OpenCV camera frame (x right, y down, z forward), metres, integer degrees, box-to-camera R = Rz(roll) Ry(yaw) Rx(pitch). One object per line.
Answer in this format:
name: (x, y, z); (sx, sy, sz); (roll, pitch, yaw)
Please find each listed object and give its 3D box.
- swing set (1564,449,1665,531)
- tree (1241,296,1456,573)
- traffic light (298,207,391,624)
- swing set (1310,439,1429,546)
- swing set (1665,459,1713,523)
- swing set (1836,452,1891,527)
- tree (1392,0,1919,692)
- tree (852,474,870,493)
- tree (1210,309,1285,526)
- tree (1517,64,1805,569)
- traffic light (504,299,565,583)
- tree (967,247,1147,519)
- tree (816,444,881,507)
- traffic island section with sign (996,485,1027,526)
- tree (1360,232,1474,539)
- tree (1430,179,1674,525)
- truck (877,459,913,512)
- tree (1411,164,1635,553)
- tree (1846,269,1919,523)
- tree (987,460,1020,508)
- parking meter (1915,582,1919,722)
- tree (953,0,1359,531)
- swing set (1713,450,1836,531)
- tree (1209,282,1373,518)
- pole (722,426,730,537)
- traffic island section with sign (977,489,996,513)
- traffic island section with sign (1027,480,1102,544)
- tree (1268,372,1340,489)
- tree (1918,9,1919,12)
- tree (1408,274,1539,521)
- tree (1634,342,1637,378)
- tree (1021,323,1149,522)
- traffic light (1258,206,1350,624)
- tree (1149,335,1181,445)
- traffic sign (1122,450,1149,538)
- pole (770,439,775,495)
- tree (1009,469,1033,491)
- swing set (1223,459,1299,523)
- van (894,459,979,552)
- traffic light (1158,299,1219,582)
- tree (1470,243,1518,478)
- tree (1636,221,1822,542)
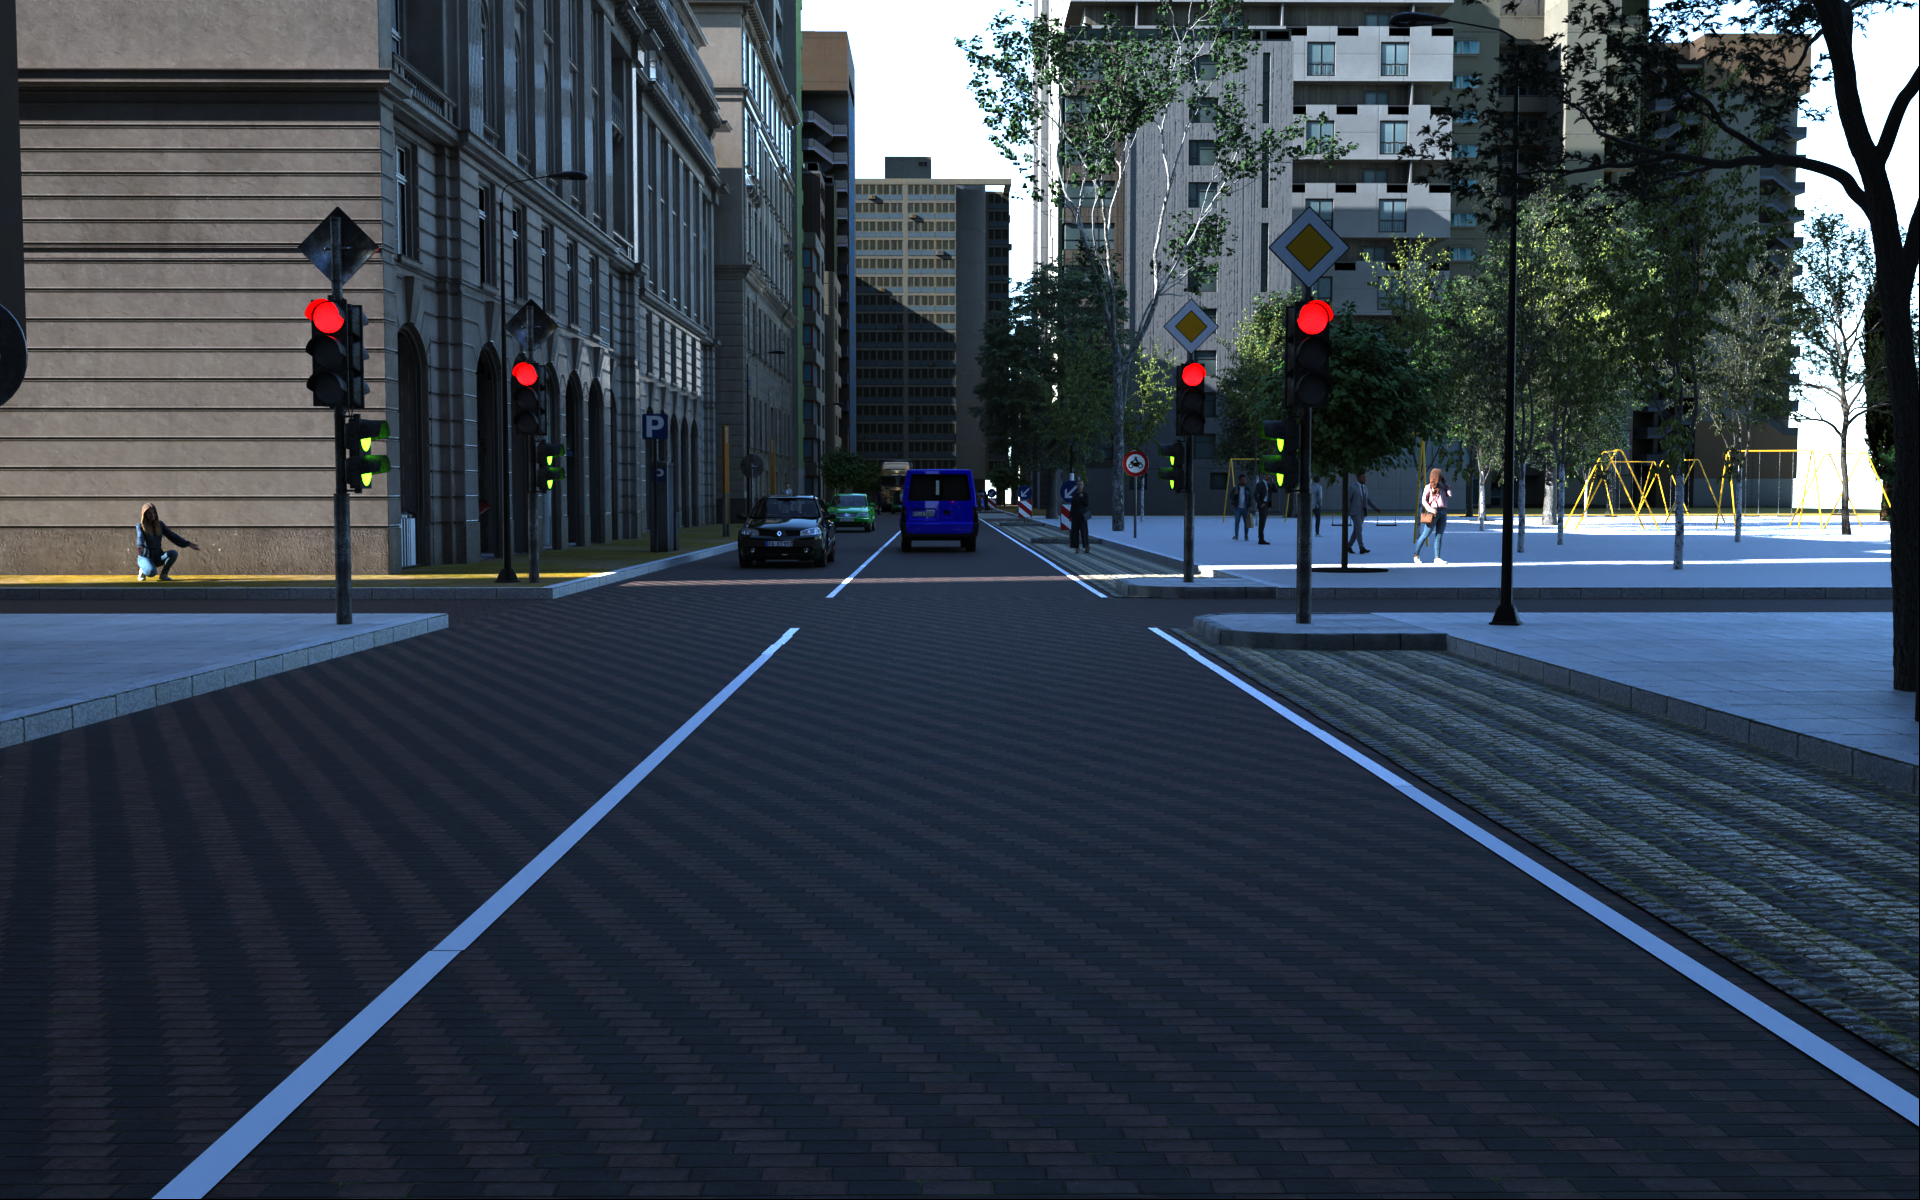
swing set: (23.253, -3.931, 61.893); (2.862, 2.851, 3.119); (1, 4, 11)
tree: (6.357, -2.760, 28.841); (4.285, 4.588, 4.351); (0, 3, 0)
traffic light: (-6.063, -1.716, 16.985); (0.839, 4.253, 0.868); (0, 4, -1)
swing set: (10.374, -2.830, 43.888); (3.119, 2.851, 2.862); (1, 4, 8)
swing set: (32.622, -4.957, 78.674); (2.862, 2.851, 3.119); (0, 4, -6)
swing set: (33.432, -4.142, 65.342); (2.862, 2.851, 3.119); (0, 4, 1)
tree: (6.289, -4.706, 11.355); (8.767, 10.594, 7.601); (0, 3, 0)
tree: (-8.576, -9.597, 151.508); (1.663, 3.219, 1.824); (0, 3, 0)
tree: (12.181, -7.277, 69.339); (4.737, 8.622, 4.395); (0, 3, 0)
tree: (12.014, -4.829, 29.313); (4.737, 8.622, 4.395); (0, 3, 0)
traffic light: (-6.152, -2.205, 24.970); (0.839, 4.253, 0.868); (0, 4, -1)
tree: (4.729, -11.205, 89.855); (9.857, 13.997, 8.962); (0, 3, 0)
tree: (-7.768, -7.891, 112.723); (4.285, 4.588, 4.351); (0, 3, 0)
traffic island section with sign: (2.770, -4.215, 77.548); (1.989, 1.847, 2.006); (0, 4, -1)
tree: (13.024, -6.006, 48.566); (4.737, 8.622, 4.395); (0, 3, 0)
tree: (24.268, -10.063, 71.192); (9.857, 13.997, 8.962); (0, 3, 0)
truck: (-5.167, -9.345, 141.706); (2.839, 4.237, 11.283); (0, 4, -1)
tree: (12.094, -5.351, 37.855); (4.360, 8.622, 3.978); (0, 3, 0)
tree: (48.795, -10.789, 78.226); (18.604, 14.587, 13.155); (-1, 4, -12)
tree: (4.214, -10.981, 163.250); (4.285, 4.588, 4.351); (0, 3, 0)
parking meter: (5.574, -0.078, 9.680); (0.372, 1.533, 0.369); (0, 3, 0)
tree: (6.524, -12.394, 58.524); (12.611, 20.169, 13.585); (0, 3, 0)
swing set: (28.932, -3.917, 61.665); (3.119, 2.851, 2.862); (1, 4, 10)
tree: (18.002, -10.816, 93.853); (9.611, 12.733, 9.660); (0, 3, 0)
pole: (-7.000, -3.543, 51.775); (0.158, 3.312, 0.155); (0, 3, 0)
traffic island section with sign: (2.218, -7.298, 127.953); (1.989, 1.847, 2.006); (0, 4, -1)
traffic island section with sign: (3.071, -2.557, 50.442); (1.989, 1.847, 2.006); (0, 4, -1)
tree: (16.864, -8.140, 83.459); (4.360, 8.622, 3.978); (0, 3, 0)
tree: (26.338, -10.921, 34.449); (12.611, 20.169, 13.585); (0, 3, 0)
tree: (24.792, -9.583, 82.433); (9.928, 11.665, 9.643); (0, 3, 0)
tree: (18.241, -6.207, 51.840); (4.360, 8.622, 3.978); (0, 3, 0)
tree: (4.867, -7.545, 73.722); (4.737, 8.622, 4.395); (0, 3, 0)
traffic light: (3.397, -1.724, 17.106); (0.839, 4.253, 0.868); (0, 4, -1)
tree: (8.275, -7.939, 80.160); (4.737, 8.622, 4.395); (0, 3, 0)
traffic sign: (5.116, -3.084, 50.523); (0.768, 2.556, 0.104); (0, 4, 3)
pole: (-6.963, -4.312, 64.349); (0.158, 3.312, 0.155); (0, 3, 0)
tree: (4.712, -8.182, 128.373); (1.663, 3.219, 1.824); (0, 3, 0)
swing set: (13.455, -4.821, 76.444); (3.119, 2.851, 2.862); (0, 4, -4)
van: (-0.595, -2.472, 44.810); (2.240, 2.365, 5.245); (0, 4, -2)
traffic light: (3.309, -2.212, 25.090); (0.839, 4.253, 0.868); (0, 4, -1)
tree: (15.424, -5.697, 43.513); (4.737, 8.622, 4.395); (0, 3, 0)
tree: (20.632, -5.865, 46.249); (4.360, 8.622, 3.978); (0, 3, 0)
